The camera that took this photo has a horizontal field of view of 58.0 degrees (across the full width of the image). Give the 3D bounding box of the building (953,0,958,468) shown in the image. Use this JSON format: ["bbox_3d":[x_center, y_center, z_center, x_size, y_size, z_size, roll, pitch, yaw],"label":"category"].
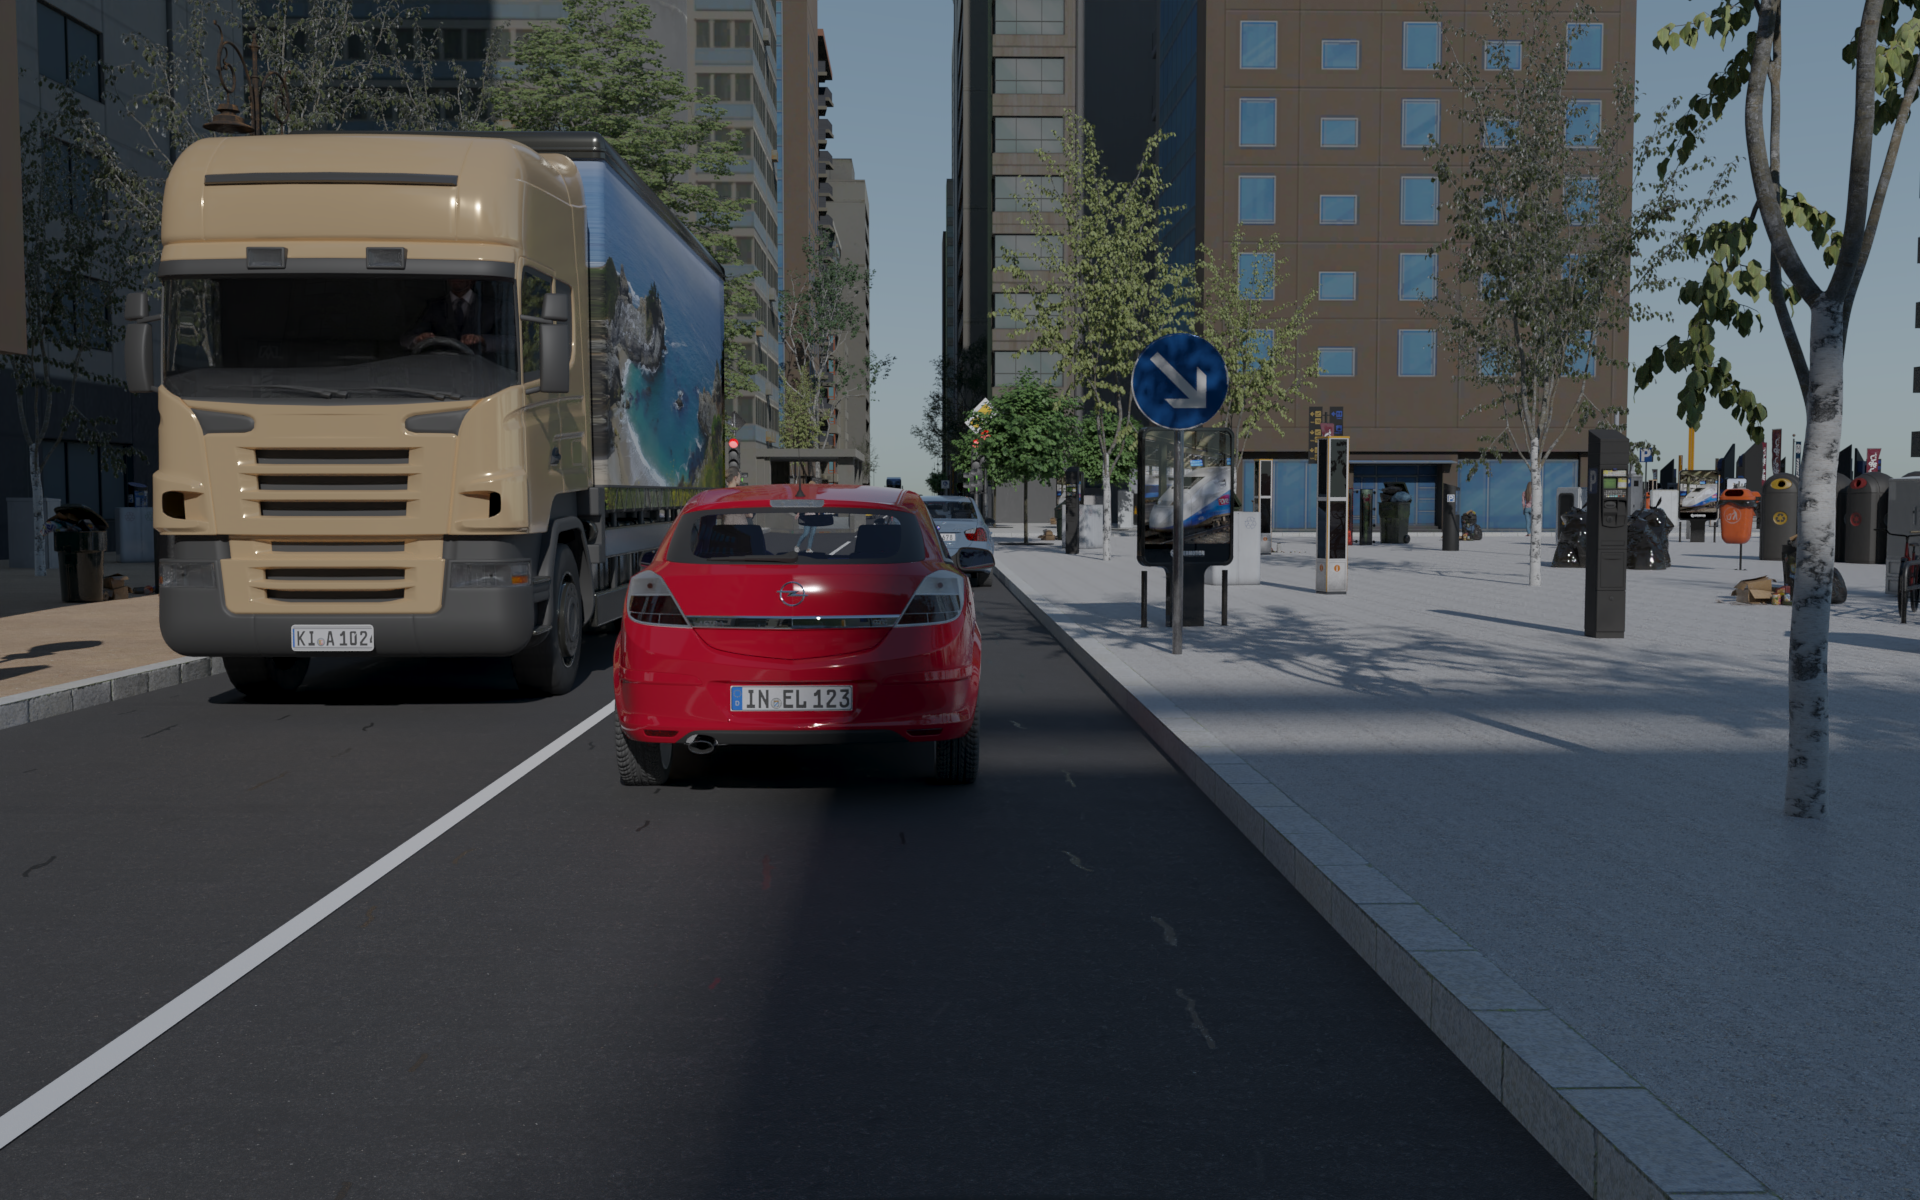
[{"bbox_3d":[9.775,-39.862,193.749,21.231,58.520,28.212,0,4,-1],"label":"building"}]

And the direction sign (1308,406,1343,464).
[{"bbox_3d":[9.459,-3.232,44.847,0.876,3.537,0.379,0,4,3],"label":"direction sign"}]

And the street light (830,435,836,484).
[{"bbox_3d":[-9.950,-9.991,136.136,0.468,5.910,1.993,0,4,-1],"label":"street light"}]

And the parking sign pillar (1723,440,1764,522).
[{"bbox_3d":[36.508,-5.599,80.021,1.447,3.967,1.447,-2,4,-28],"label":"parking sign pillar"}]

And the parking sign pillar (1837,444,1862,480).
[{"bbox_3d":[47.794,-6.464,94.159,1.447,3.967,1.447,-3,5,-42],"label":"parking sign pillar"}]

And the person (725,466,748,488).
[{"bbox_3d":[-3.734,-1.294,29.022,0.648,1.900,0.474,-3,5,-42],"label":"person"}]

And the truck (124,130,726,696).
[{"bbox_3d":[-4.008,-1.638,15.701,2.839,4.237,11.283,0,4,-1],"label":"truck"}]

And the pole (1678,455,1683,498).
[{"bbox_3d":[37.694,-5.922,90.675,0.158,3.312,0.155,0,3,0],"label":"pole"}]

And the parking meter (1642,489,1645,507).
[{"bbox_3d":[33.912,-4.762,86.271,0.372,1.533,0.369,0,3,0],"label":"parking meter"}]

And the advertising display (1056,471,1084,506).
[{"bbox_3d":[3.098,-2.665,48.793,0.123,1.923,0.974,-3,5,-43],"label":"advertising display"}]

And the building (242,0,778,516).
[{"bbox_3d":[-20.196,-23.112,69.764,32.217,40.220,23.993,0,4,-1],"label":"building"}]

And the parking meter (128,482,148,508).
[{"bbox_3d":[-17.207,-1.705,36.280,0.372,1.533,0.369,0,3,0],"label":"parking meter"}]

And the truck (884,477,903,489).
[{"bbox_3d":[-10.678,-17.804,280.851,2.967,4.110,18.799,0,4,-2],"label":"truck"}]

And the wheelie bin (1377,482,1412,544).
[{"bbox_3d":[11.268,-2.260,44.866,0.693,1.594,0.980,-3,5,-43],"label":"wheelie bin"}]

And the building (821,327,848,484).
[{"bbox_3d":[-26.725,-21.149,190.825,27.650,21.520,28.899,0,4,-1],"label":"building"}]

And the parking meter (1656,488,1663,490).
[{"bbox_3d":[29.327,-3.940,72.836,0.372,1.533,0.369,0,3,0],"label":"parking meter"}]

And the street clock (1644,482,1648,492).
[{"bbox_3d":[39.687,-5.851,100.226,0.358,2.002,0.471,1,4,9],"label":"street clock"}]

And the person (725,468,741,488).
[{"bbox_3d":[-2.967,-0.881,23.252,0.599,1.781,0.374,0,4,4],"label":"person"}]

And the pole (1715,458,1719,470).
[{"bbox_3d":[43.029,-6.402,98.516,0.158,3.312,0.155,0,3,0],"label":"pole"}]

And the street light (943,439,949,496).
[{"bbox_3d":[-0.896,-9.822,133.377,0.468,5.910,1.993,0,4,-1],"label":"street light"}]

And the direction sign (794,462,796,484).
[{"bbox_3d":[-8.396,-5.889,88.281,0.379,3.537,0.876,-1,4,-11],"label":"direction sign"}]

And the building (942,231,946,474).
[{"bbox_3d":[4.001,-38.874,285.691,14.600,45.320,14.200,0,4,-1],"label":"building"}]

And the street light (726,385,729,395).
[{"bbox_3d":[-8.010,-5.251,58.642,0.468,5.910,1.993,0,4,-1],"label":"street light"}]

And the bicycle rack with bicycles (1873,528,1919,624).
[{"bbox_3d":[10.382,-0.233,17.192,2.852,0.926,2.925,3,5,41],"label":"bicycle rack with bicycles"}]

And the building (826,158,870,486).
[{"bbox_3d":[-24.139,-38.470,252.679,21.300,48.544,21.600,0,4,-1],"label":"building"}]

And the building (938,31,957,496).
[{"bbox_3d":[6.887,-50.724,267.594,20.563,71.187,20.611,0,4,-1],"label":"building"}]

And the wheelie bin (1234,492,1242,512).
[{"bbox_3d":[4.127,-1.232,28.045,0.693,1.594,0.980,-1,4,-21],"label":"wheelie bin"}]

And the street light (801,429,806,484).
[{"bbox_3d":[-9.082,-7.807,100.429,0.468,5.910,1.993,0,4,-1],"label":"street light"}]

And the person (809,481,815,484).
[{"bbox_3d":[-3.674,-1.942,40.924,0.598,1.740,0.731,2,4,28],"label":"person"}]

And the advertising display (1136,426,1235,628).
[{"bbox_3d":[2.177,-0.704,16.718,0.974,1.923,0.123,-1,4,-17],"label":"advertising display"}]

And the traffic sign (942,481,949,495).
[{"bbox_3d":[-1.086,-7.764,129.070,0.606,2.300,0.079,0,4,8],"label":"traffic sign"}]

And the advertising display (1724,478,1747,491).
[{"bbox_3d":[30.727,-3.879,68.635,0.974,1.923,0.123,-1,4,-16],"label":"advertising display"}]

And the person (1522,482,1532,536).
[{"bbox_3d":[17.804,-2.782,53.996,0.555,1.821,0.388,2,4,32],"label":"person"}]

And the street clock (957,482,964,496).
[{"bbox_3d":[0.040,-6.237,106.552,0.471,2.002,0.358,0,4,6],"label":"street clock"}]

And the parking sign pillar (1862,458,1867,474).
[{"bbox_3d":[52.862,-6.915,101.539,1.447,3.967,1.447,-3,5,-42],"label":"parking sign pillar"}]

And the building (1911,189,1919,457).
[{"bbox_3d":[52.382,-27.286,69.835,21.600,48.544,21.300,0,4,-1],"label":"building"}]

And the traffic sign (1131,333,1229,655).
[{"bbox_3d":[1.742,-0.837,13.799,0.768,2.556,0.104,0,4,5],"label":"traffic sign"}]

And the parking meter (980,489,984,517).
[{"bbox_3d":[1.262,-5.048,90.946,0.372,1.533,0.369,0,3,0],"label":"parking meter"}]

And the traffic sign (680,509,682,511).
[{"bbox_3d":[-7.392,-2.805,45.961,0.768,2.556,0.104,0,4,2],"label":"traffic sign"}]

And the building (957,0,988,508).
[{"bbox_3d":[10.657,-32.065,147.957,21.300,48.544,21.600,0,4,-1],"label":"building"}]

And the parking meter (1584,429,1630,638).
[{"bbox_3d":[5.776,-0.597,15.469,0.255,1.863,0.399,0,4,1],"label":"parking meter"}]

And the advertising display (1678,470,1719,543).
[{"bbox_3d":[19.580,-2.491,45.940,0.974,1.923,0.123,1,4,18],"label":"advertising display"}]

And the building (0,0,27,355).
[{"bbox_3d":[-16.240,-21.962,9.194,14.600,45.320,14.200,0,4,-1],"label":"building"}]

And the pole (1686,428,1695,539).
[{"bbox_3d":[20.714,-3.380,49.104,0.158,3.312,0.155,0,3,0],"label":"pole"}]

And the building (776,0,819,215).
[{"bbox_3d":[-18.728,-29.954,139.856,14.600,45.320,14.200,0,4,-1],"label":"building"}]

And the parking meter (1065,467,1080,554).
[{"bbox_3d":[2.410,-1.920,37.099,0.255,1.863,0.399,1,4,12],"label":"parking meter"}]

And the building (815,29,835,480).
[{"bbox_3d":[-23.128,-30.993,161.364,22.147,44.769,28.867,0,4,-1],"label":"building"}]

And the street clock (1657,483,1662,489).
[{"bbox_3d":[44.631,-6.496,110.772,0.358,2.002,0.471,-3,5,-44],"label":"street clock"}]

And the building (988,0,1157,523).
[{"bbox_3d":[8.259,-24.350,81.709,14.154,41.232,14.086,0,4,-1],"label":"building"}]

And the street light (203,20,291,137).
[{"bbox_3d":[-7.083,-2.738,17.560,0.468,5.910,1.993,0,4,-1],"label":"street light"}]

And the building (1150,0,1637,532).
[{"bbox_3d":[14.982,-25.273,63.318,14.200,45.320,14.600,0,4,-1],"label":"building"}]

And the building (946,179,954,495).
[{"bbox_3d":[5.156,-33.230,226.905,14.154,41.232,14.086,0,4,-1],"label":"building"}]

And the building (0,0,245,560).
[{"bbox_3d":[-28.998,-36.560,36.011,20.611,71.187,20.563,0,4,-1],"label":"building"}]

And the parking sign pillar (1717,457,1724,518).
[{"bbox_3d":[40.631,-6.328,91.937,1.447,3.967,1.447,-3,5,-43],"label":"parking sign pillar"}]

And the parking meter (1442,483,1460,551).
[{"bbox_3d":[11.091,-1.878,39.108,0.372,1.533,0.369,0,3,0],"label":"parking meter"}]

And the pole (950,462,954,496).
[{"bbox_3d":[-0.506,-7.201,111.575,0.158,3.312,0.155,0,3,0],"label":"pole"}]

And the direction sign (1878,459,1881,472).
[{"bbox_3d":[58.642,-7.294,111.251,0.876,3.537,0.379,2,4,35],"label":"direction sign"}]

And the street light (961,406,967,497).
[{"bbox_3d":[0.245,-7.225,90.909,0.468,5.910,1.993,0,4,-1],"label":"street light"}]

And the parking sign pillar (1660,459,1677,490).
[{"bbox_3d":[54.278,-8.826,132.771,1.447,3.967,1.447,-1,4,-22],"label":"parking sign pillar"}]

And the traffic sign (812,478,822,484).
[{"bbox_3d":[-8.827,-6.409,106.916,0.606,2.300,0.079,0,4,3],"label":"traffic sign"}]
